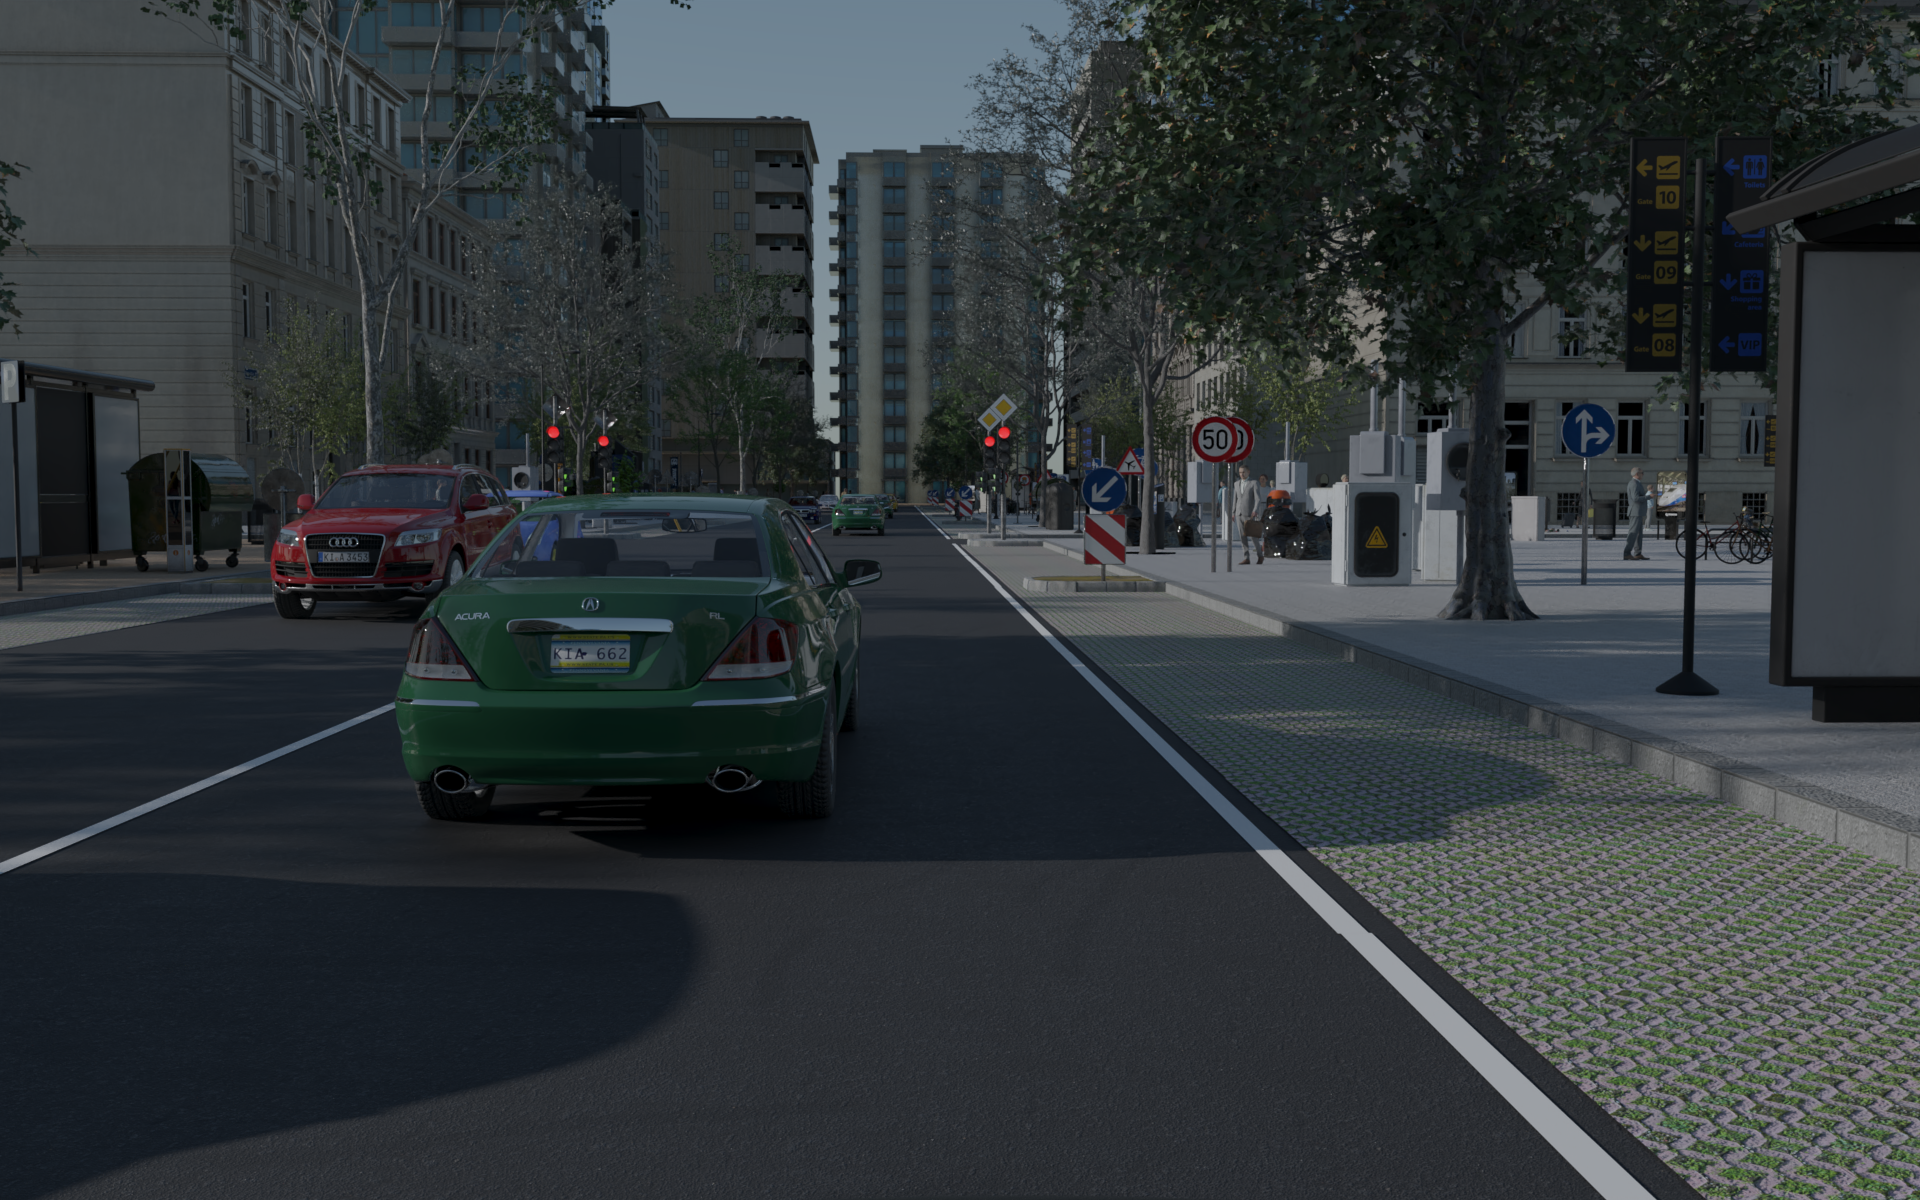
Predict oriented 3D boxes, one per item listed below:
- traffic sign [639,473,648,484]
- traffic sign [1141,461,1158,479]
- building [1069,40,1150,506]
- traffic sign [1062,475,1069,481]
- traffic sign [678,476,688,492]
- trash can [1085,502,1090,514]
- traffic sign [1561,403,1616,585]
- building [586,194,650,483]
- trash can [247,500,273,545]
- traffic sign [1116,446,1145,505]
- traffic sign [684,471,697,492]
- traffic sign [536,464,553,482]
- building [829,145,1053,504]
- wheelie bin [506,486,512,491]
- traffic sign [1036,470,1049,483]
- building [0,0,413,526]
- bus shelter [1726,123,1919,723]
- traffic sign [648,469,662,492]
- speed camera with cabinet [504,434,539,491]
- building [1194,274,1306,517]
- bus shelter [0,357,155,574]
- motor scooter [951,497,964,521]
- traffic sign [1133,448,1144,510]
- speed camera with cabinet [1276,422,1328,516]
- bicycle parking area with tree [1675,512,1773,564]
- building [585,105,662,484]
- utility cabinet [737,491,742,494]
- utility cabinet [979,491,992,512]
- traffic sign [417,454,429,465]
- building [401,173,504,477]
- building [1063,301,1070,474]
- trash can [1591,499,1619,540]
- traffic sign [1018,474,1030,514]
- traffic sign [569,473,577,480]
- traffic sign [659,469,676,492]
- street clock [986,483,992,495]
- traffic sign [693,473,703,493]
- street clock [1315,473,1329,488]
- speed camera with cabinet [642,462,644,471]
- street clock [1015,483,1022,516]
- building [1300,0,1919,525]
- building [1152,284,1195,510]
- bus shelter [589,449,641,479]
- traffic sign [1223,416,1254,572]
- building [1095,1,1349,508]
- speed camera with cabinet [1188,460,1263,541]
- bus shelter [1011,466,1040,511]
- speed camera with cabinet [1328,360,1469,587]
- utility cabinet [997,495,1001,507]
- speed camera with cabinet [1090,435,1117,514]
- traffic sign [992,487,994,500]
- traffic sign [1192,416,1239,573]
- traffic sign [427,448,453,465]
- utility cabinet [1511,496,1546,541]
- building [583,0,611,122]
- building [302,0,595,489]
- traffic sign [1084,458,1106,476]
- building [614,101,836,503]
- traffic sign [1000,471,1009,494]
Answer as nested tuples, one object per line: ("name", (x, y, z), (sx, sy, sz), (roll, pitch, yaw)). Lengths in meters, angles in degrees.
("traffic sign", (-18.957, -6.309, 103.257), (0.768, 2.556, 0.104), (0, 4, 4))
("traffic sign", (6.566, -3.716, 60.858), (0.768, 2.556, 0.104), (0, 4, 1))
("building", (23.270, -34.209, 183.020), (21.300, 48.544, 21.600), (0, 4, -2))
("traffic sign", (5.332, -5.359, 89.756), (0.606, 2.300, 0.079), (0, 4, 1))
("traffic sign", (-19.246, -7.336, 119.944), (0.884, 2.594, 0.081), (0, 4, 0))
("trash can", (5.842, -3.962, 76.430), (0.748, 1.137, 0.748), (0, 3, 0))
("traffic sign", (8.830, -1.488, 24.437), (0.768, 2.556, 0.104), (0, 4, -1))
("building", (-38.364, -24.270, 168.523), (14.160, 30.474, 14.107), (0, 4, -2))
("trash can", (-17.755, -1.975, 43.939), (0.748, 1.137, 0.748), (0, 3, 0))
("traffic sign", (4.621, -2.882, 47.119), (0.884, 2.594, 0.081), (0, 4, 2))
("traffic sign", (-15.004, -5.893, 96.458), (0.768, 2.556, 0.104), (0, 4, 0))
("traffic sign", (-17.389, -4.419, 72.351), (0.768, 2.556, 0.104), (0, 4, 7))
("building", (-2.682, -37.960, 240.259), (30.456, 49.044, 23.786), (0, 4, -2))
("wheelie bin", (-17.899, -3.716, 68.669), (0.693, 1.594, 0.980), (-1, 4, -8))
("traffic sign", (4.137, -5.130, 83.872), (0.884, 2.594, 0.081), (0, 4, 5))
("building", (-35.044, -17.331, 80.631), (12.463, 27.353, 25.104), (0, 4, -2))
("bus shelter", (5.454, -0.811, 7.186), (2.014, 3.302, 5.546), (0, 4, -2))
("traffic sign", (-15.474, -5.369, 87.888), (0.768, 2.556, 0.104), (0, 4, 8))
("speed camera with cabinet", (-14.848, -3.816, 56.735), (2.038, 3.252, 0.660), (1, 4, 16))
("building", (20.448, -15.139, 102.279), (10.420, 20.320, 16.860), (0, 4, -2))
("bus shelter", (-15.667, -3.040, 27.338), (2.179, 5.291, 8.768), (0, 4, -2))
("motor scooter", (-0.060, -4.592, 87.857), (0.815, 1.314, 1.986), (0, 4, -1))
("traffic sign", (4.956, -2.918, 47.812), (0.768, 2.556, 0.104), (0, 4, 4))
("speed camera with cabinet", (9.572, -3.231, 47.162), (0.660, 3.252, 2.038), (-3, 5, -39))
("bicycle parking area with tree", (17.836, -2.638, 30.137), (9.016, 4.147, 8.231), (1, 4, 11))
("building", (-39.466, -30.659, 184.875), (14.086, 41.232, 14.154), (0, 4, -2))
("utility cabinet", (-15.844, -7.078, 124.400), (0.318, 1.500, 1.173), (-1, 4, -10))
("utility cabinet", (1.800, -6.858, 120.800), (0.318, 1.500, 1.173), (-2, 4, -35))
("traffic sign", (-16.837, -3.347, 54.834), (0.768, 2.556, 0.104), (0, 4, 7))
("building", (-35.347, -16.374, 103.864), (11.583, 22.565, 21.152), (0, 4, -2))
("building", (27.111, -35.828, 240.406), (28.867, 44.769, 22.147), (0, 4, -2))
("trash can", (18.030, -2.250, 48.443), (0.748, 1.137, 0.748), (0, 3, 0))
("traffic sign", (4.090, -6.714, 109.886), (0.768, 2.556, 0.104), (0, 4, 4))
("traffic sign", (-18.670, -5.018, 84.167), (0.606, 2.300, 0.079), (0, 4, 3))
("traffic sign", (-15.223, -5.507, 90.047), (0.884, 2.594, 0.081), (0, 4, 7))
("street clock", (1.818, -6.431, 109.712), (0.358, 2.002, 0.471), (2, 4, 35))
("traffic sign", (-15.920, -6.389, 104.459), (0.884, 2.594, 0.081), (0, 4, 0))
("street clock", (12.653, -3.424, 60.555), (0.471, 2.002, 0.358), (-3, 4, -37))
("speed camera with cabinet", (-19.693, -6.849, 106.312), (0.660, 3.252, 2.038), (-1, 4, -16))
("street clock", (3.444, -6.015, 102.913), (0.471, 2.002, 0.358), (0, 4, -8))
("building", (31.447, -14.995, 78.458), (30.059, 22.955, 16.112), (0, 4, -2))
("building", (19.668, -17.893, 121.427), (11.050, 23.489, 19.941), (0, 4, -2))
("bus shelter", (-18.132, -6.124, 91.404), (1.731, 3.624, 6.357), (0, 4, -2))
("traffic sign", (4.442, -1.735, 28.478), (0.768, 2.556, 0.104), (0, 4, -1))
("building", (25.164, -51.559, 155.658), (22.319, 86.520, 31.000), (0, 4, -2))
("speed camera with cabinet", (7.227, -3.229, 47.130), (2.038, 3.252, 0.660), (-1, 4, -19))
("bus shelter", (4.760, -8.297, 129.578), (2.014, 3.302, 5.546), (0, 4, -2))
("speed camera with cabinet", (6.297, -1.830, 24.253), (2.038, 3.252, 0.660), (0, 4, -7))
("utility cabinet", (2.518, -6.246, 113.289), (0.306, 1.237, 1.020), (0, 4, 5))
("speed camera with cabinet", (4.830, -3.883, 57.826), (0.660, 3.252, 2.038), (1, 4, 16))
("traffic sign", (2.309, -7.483, 124.469), (0.606, 2.300, 0.079), (0, 4, 7))
("traffic sign", (4.152, -1.723, 28.273), (0.768, 2.556, 0.104), (0, 4, 1))
("traffic sign", (-14.526, -2.952, 48.379), (0.768, 2.556, 0.104), (0, 4, 7))
("utility cabinet", (15.619, -2.229, 47.609), (0.306, 1.237, 1.020), (-2, 4, -25))
("building", (-60.859, -56.520, 236.774), (31.000, 86.520, 22.319), (0, 4, -2))
("building", (-43.184, -32.109, 144.591), (23.786, 49.044, 30.456), (0, 4, -2))
("traffic sign", (4.779, -3.746, 61.351), (0.768, 2.556, 0.104), (0, 4, 5))
("building", (-31.702, -39.865, 241.032), (27.495, 52.752, 28.713), (0, 4, -2))
("traffic sign", (2.286, -5.769, 94.431), (0.768, 2.556, 0.104), (0, 4, 5))
